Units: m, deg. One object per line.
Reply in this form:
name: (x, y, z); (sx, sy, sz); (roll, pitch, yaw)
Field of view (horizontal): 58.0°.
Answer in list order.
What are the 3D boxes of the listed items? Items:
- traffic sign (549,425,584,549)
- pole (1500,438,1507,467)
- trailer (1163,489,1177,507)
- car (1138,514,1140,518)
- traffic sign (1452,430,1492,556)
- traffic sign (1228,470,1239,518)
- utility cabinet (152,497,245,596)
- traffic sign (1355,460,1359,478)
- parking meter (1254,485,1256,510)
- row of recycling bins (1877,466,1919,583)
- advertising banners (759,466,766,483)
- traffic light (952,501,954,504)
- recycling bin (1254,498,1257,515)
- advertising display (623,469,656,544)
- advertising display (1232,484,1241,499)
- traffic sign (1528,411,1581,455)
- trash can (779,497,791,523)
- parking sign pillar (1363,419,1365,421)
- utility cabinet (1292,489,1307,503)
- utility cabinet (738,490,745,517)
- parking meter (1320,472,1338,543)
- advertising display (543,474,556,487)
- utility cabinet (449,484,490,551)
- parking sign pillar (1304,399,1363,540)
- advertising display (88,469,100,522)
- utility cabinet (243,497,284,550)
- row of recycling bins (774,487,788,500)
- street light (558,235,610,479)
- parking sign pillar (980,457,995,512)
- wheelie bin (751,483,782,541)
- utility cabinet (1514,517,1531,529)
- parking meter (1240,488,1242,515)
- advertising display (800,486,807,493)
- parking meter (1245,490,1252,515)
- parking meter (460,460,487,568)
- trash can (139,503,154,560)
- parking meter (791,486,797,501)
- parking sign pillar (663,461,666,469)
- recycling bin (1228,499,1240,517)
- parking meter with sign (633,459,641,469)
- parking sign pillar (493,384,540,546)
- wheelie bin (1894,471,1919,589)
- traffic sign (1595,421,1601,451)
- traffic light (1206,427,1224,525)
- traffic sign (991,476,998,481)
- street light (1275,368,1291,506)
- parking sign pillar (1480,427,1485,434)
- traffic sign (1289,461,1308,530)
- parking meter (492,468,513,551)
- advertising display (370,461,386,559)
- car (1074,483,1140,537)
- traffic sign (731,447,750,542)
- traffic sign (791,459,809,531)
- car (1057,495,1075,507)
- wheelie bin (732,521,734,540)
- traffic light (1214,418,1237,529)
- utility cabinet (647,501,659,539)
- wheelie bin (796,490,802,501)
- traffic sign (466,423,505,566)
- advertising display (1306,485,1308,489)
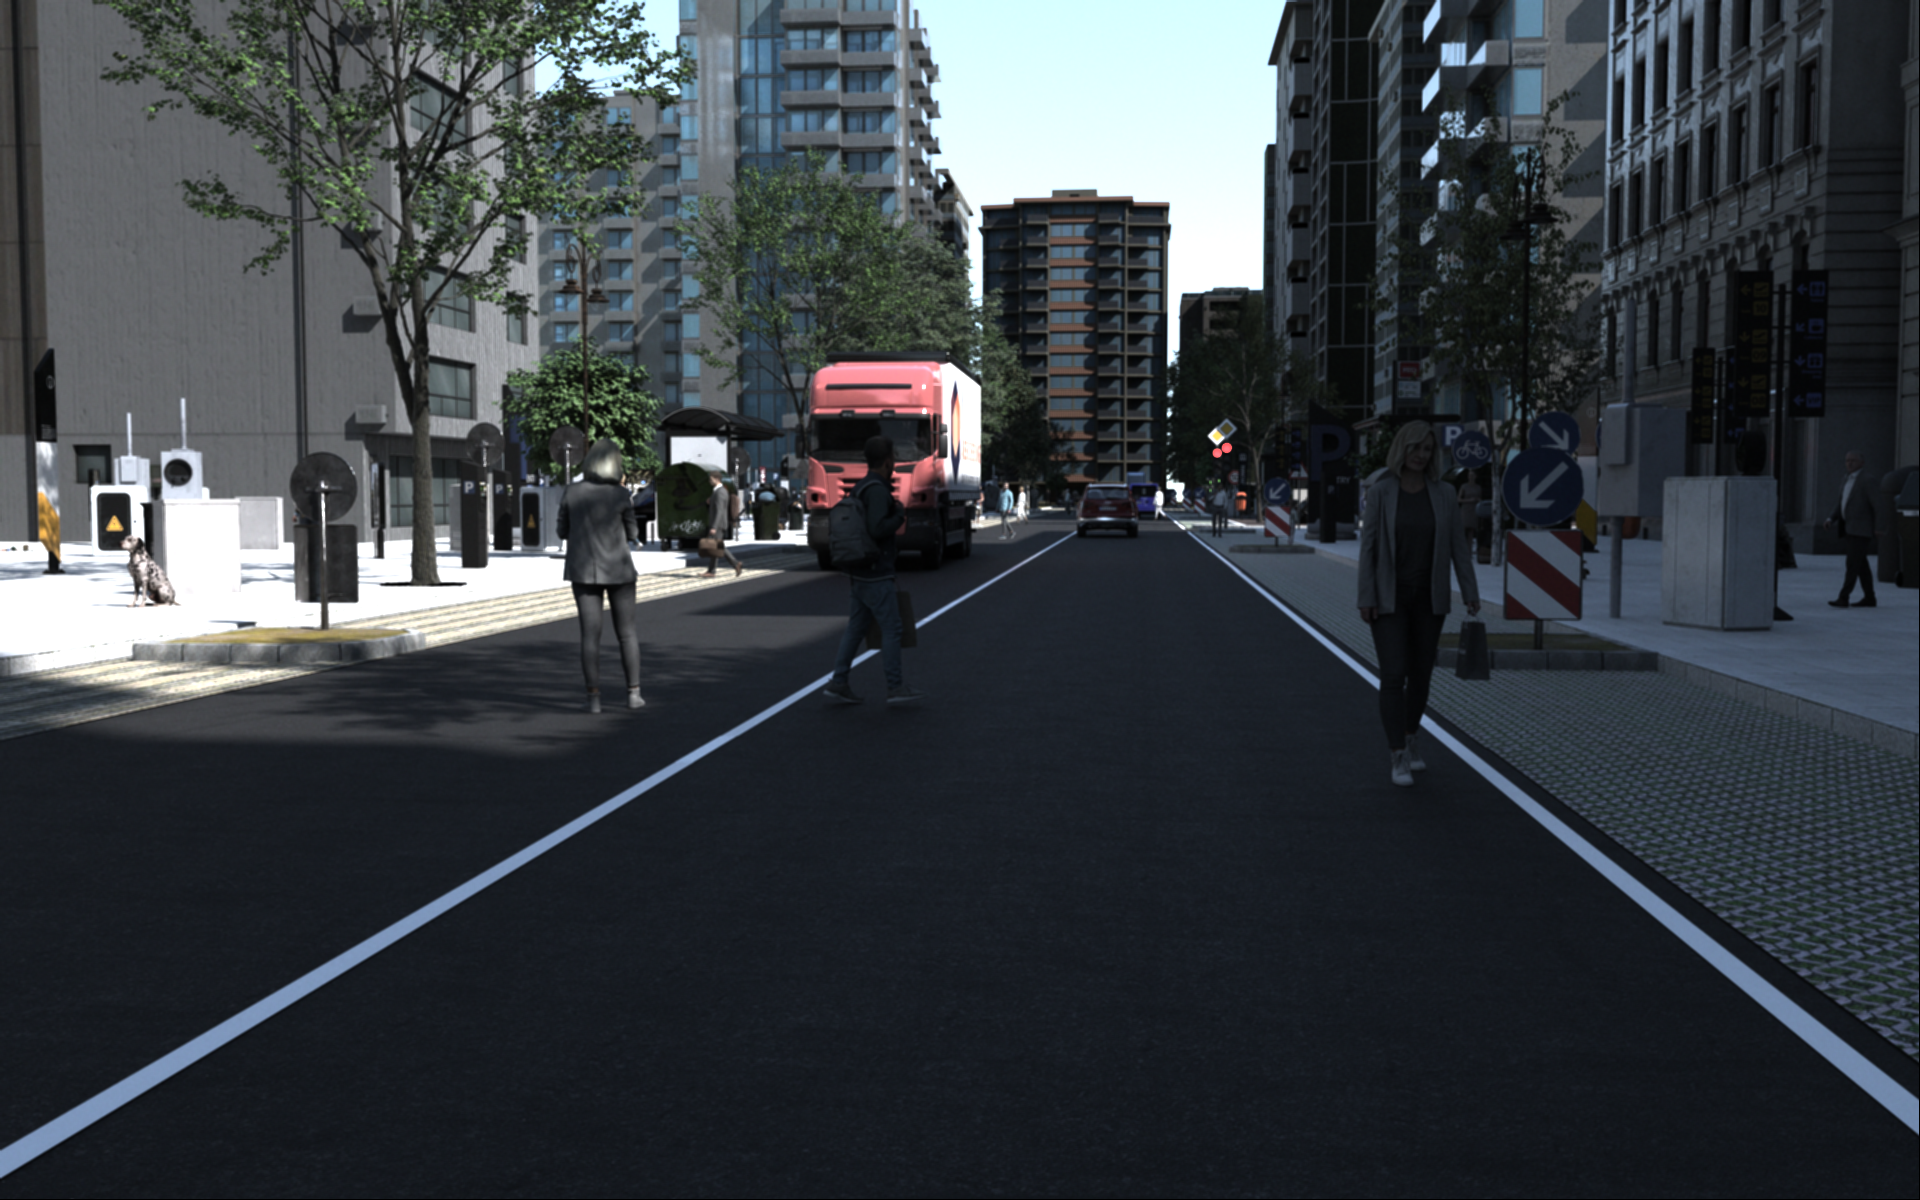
traffic sign: (-7.279, -1.959, 32.129); (0.768, 2.556, 0.104); (1, 4, 14)
pole: (19.656, -4.211, 62.688); (0.158, 3.312, 0.155); (0, 3, 0)
trailer: (22.574, -10.958, 186.210); (1.471, 1.999, 3.904); (0, 4, 5)
car: (10.177, -5.805, 106.711); (2.131, 1.459, 4.920); (0, 4, 4)
traffic sign: (10.231, -2.113, 34.659); (0.768, 2.556, 0.104); (1, 4, 15)
traffic sign: (14.597, -5.617, 91.950); (0.768, 2.556, 0.104); (1, 4, 11)
utility cabinet: (-9.709, -0.666, 22.054); (0.306, 1.237, 1.020); (3, 4, 37)
traffic sign: (13.554, -3.557, 58.260); (0.768, 2.556, 0.104); (1, 4, 9)
parking meter: (18.195, -6.125, 105.849); (0.255, 1.863, 0.399); (-3, 4, -36)
row of recycling bins: (14.537, -1.171, 26.257); (1.069, 1.692, 3.534); (2, 4, 34)
advertising banners: (-11.882, -6.943, 109.698); (2.074, 3.025, 0.090); (-3, 5, -44)
traffic light: (-0.249, -5.149, 73.114); (0.839, 4.253, 0.868); (0, 4, 6)
recycling bin: (18.281, -5.630, 104.603); (0.722, 1.027, 0.722); (-3, 4, -38)
advertising display: (-8.168, -2.382, 44.160); (0.123, 1.923, 0.974); (3, 5, 39)
advertising display: (16.206, -5.899, 101.665); (0.123, 1.923, 0.974); (-1, 4, -16)
traffic sign: (9.149, -1.628, 26.727); (0.768, 2.556, 0.104); (1, 4, 15)
trash can: (-7.923, -4.007, 77.166); (0.748, 1.137, 0.748); (0, 3, 0)
parking sign pillar: (14.089, -4.525, 62.462); (1.447, 3.967, 1.447); (-3, 5, -42)
utility cabinet: (15.977, -4.366, 80.066); (1.173, 1.500, 0.318); (0, 4, 2)
utility cabinet: (-12.616, -5.382, 96.676); (1.173, 1.500, 0.318); (0, 4, 0)
parking meter: (9.664, -2.428, 45.406); (0.399, 1.863, 0.255); (-1, 4, -20)
advertising display: (-12.891, -3.038, 54.881); (0.123, 1.923, 0.974); (-3, 5, -43)
utility cabinet: (-10.922, -1.824, 38.509); (1.173, 1.500, 0.318); (3, 5, 42)
parking sign pillar: (10.440, -3.683, 48.681); (1.447, 3.967, 1.447); (1, 4, 9)
advertising display: (-22.040, -2.380, 44.127); (0.123, 1.923, 0.974); (-1, 4, -18)
utility cabinet: (-16.016, -1.740, 39.613); (1.020, 1.237, 0.306); (1, 4, 8)
row of recycling bins: (-10.458, -5.530, 97.524); (1.069, 1.692, 3.534); (1, 4, 12)
street light: (-6.727, -3.569, 31.139); (0.468, 5.910, 1.993); (0, 4, 6)
parking sign pillar: (1.845, -8.286, 123.941); (1.447, 3.967, 1.447); (1, 4, 20)
wheelie bin: (-5.364, -2.447, 47.921); (0.693, 1.594, 0.980); (-2, 4, -35)
utility cabinet: (16.554, -2.589, 51.014); (1.173, 1.500, 0.318); (2, 4, 29)
parking meter: (16.983, -6.105, 105.530); (0.255, 1.863, 0.399); (-3, 4, -38)
advertising display: (-12.319, -8.178, 138.926); (0.974, 1.923, 0.123); (0, 4, 4)
parking meter: (17.970, -6.086, 107.919); (0.372, 1.533, 0.369); (0, 3, 0)
parking meter: (-8.402, -1.482, 29.948); (0.399, 1.863, 0.255); (1, 4, 15)
trash can: (-13.279, -1.055, 28.898); (0.748, 1.137, 0.748); (0, 3, 0)
parking meter: (-12.503, -7.631, 130.478); (0.399, 1.863, 0.255); (-1, 4, -20)
parking sign pillar: (-23.891, -9.350, 141.345); (1.447, 3.967, 1.447); (-3, 5, -43)
recycling bin: (15.068, -5.089, 95.755); (0.722, 1.027, 0.722); (0, 4, 1)
parking meter with sign: (-12.274, -4.141, 63.972); (0.543, 3.016, 1.738); (0, 4, 5)
parking sign pillar: (-10.953, -3.352, 43.276); (1.447, 3.967, 1.447); (1, 4, 9)
wheelie bin: (13.204, -0.960, 23.597); (0.693, 1.594, 0.980); (-2, 4, -31)
traffic sign: (10.104, -1.617, 26.549); (0.768, 2.556, 0.104); (0, 4, 6)
traffic light: (10.654, -5.081, 71.996); (0.839, 4.253, 0.868); (0, 4, 6)
traffic sign: (2.358, -7.664, 125.419); (0.768, 2.556, 0.104); (1, 4, 9)
street light: (11.821, -5.547, 63.481); (0.468, 5.910, 1.993); (0, 4, 6)
parking sign pillar: (21.204, -5.019, 70.535); (1.447, 3.967, 1.447); (0, 4, 0)
traffic sign: (12.187, -3.806, 62.230); (0.884, 2.594, 0.081); (1, 4, 13)
parking meter: (-10.378, -2.057, 39.339); (0.399, 1.863, 0.255); (1, 4, 16)
advertising display: (-11.606, -1.794, 34.543); (0.123, 1.923, 0.974); (-2, 4, -28)
car: (5.001, -3.073, 58.910); (2.281, 1.827, 5.304); (0, 4, 4)
traffic sign: (-6.003, -2.839, 46.517); (0.768, 2.556, 0.104); (1, 4, 15)
traffic sign: (-5.482, -3.693, 60.378); (0.884, 2.594, 0.081); (1, 4, 13)
car: (11.119, -10.343, 181.687); (1.945, 1.354, 3.894); (0, 4, 4)
wheelie bin: (-6.666, -2.472, 48.323); (0.980, 1.594, 0.693); (1, 4, 9)
traffic light: (9.826, -4.595, 64.054); (0.839, 4.253, 0.868); (0, 4, 6)
utility cabinet: (-8.623, -2.354, 49.654); (1.020, 1.237, 0.306); (-2, 4, -26)
wheelie bin: (-12.788, -7.893, 136.962); (0.693, 1.594, 0.980); (-3, 4, -36)
traffic sign: (-8.470, -1.882, 30.869); (0.768, 2.556, 0.104); (1, 4, 15)
advertising display: (23.836, -6.880, 117.700); (0.123, 1.923, 0.974); (-1, 4, -23)
